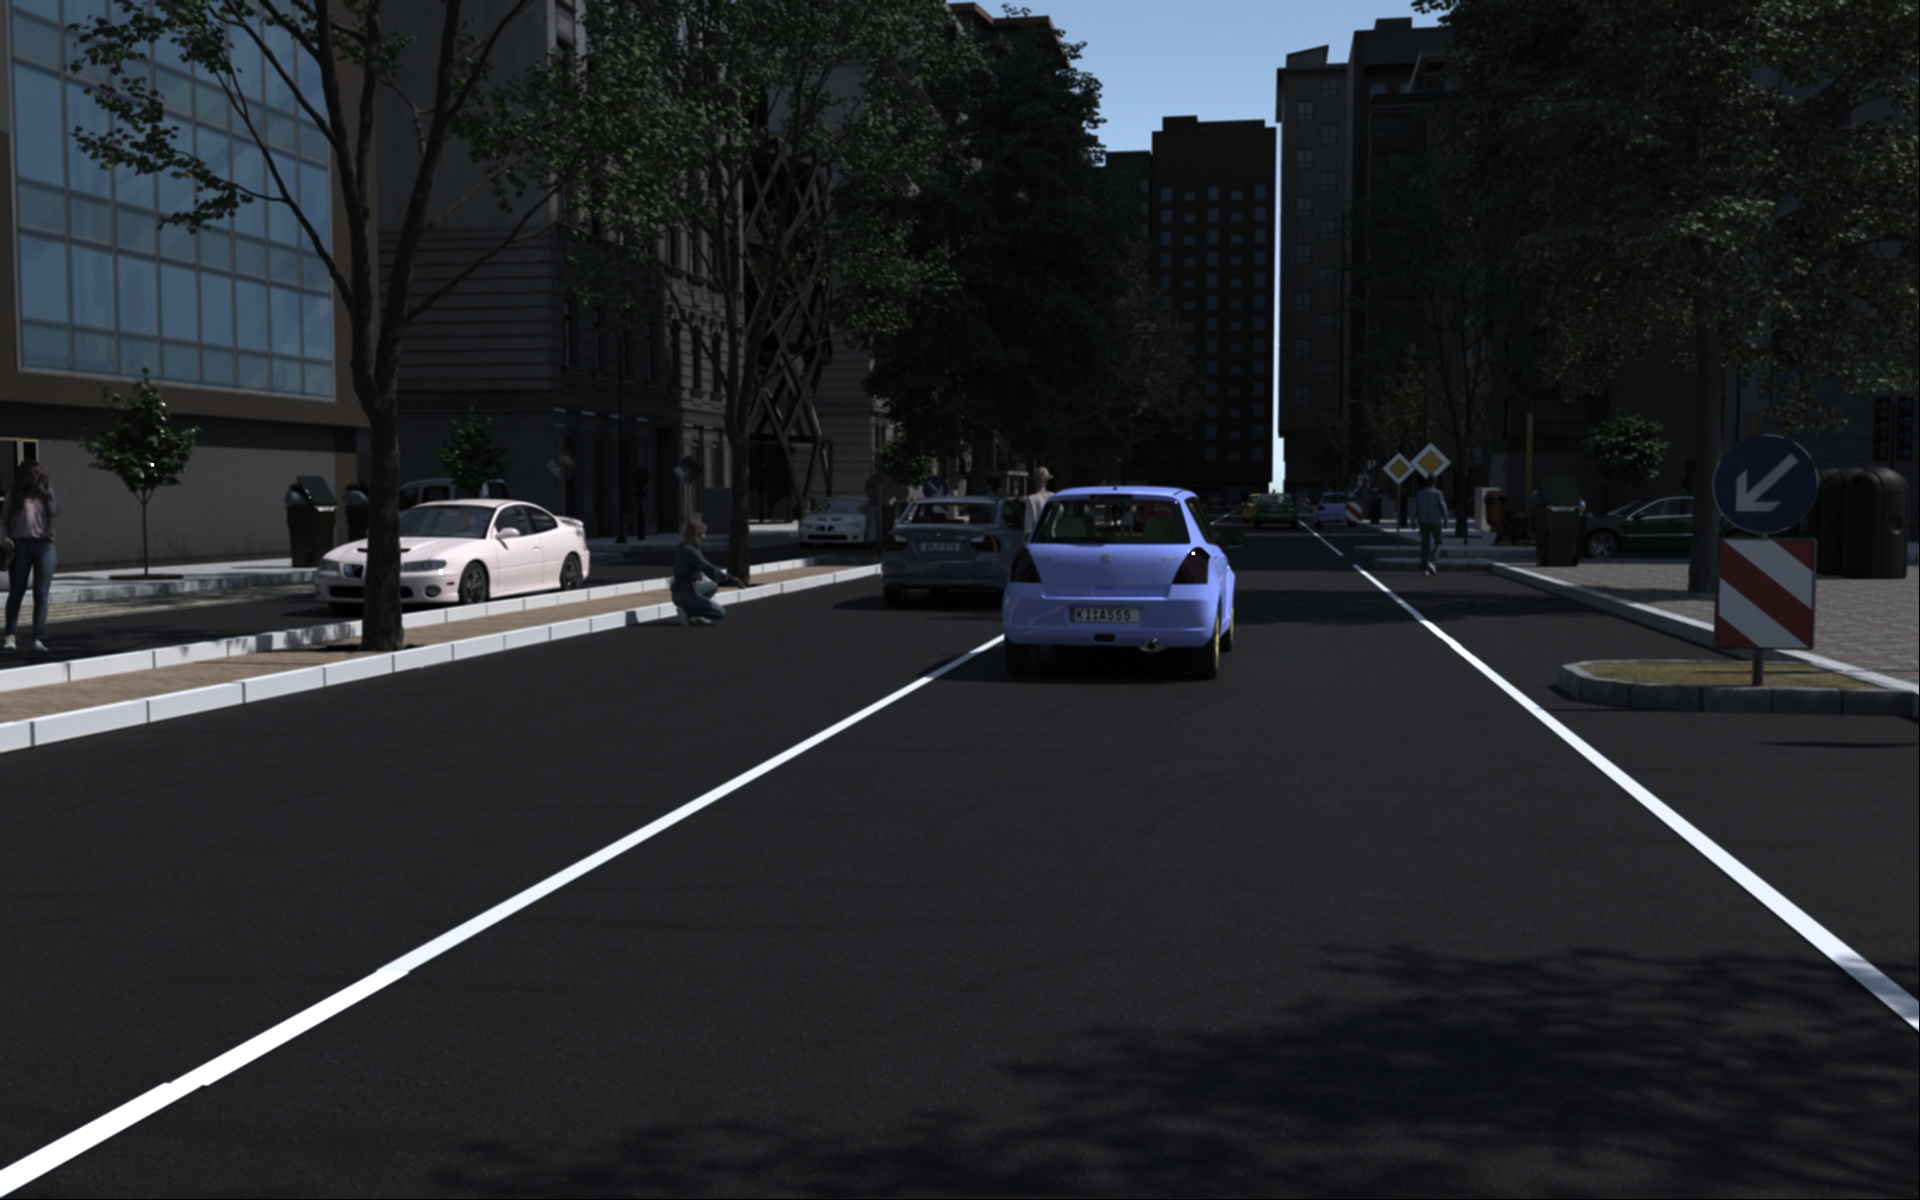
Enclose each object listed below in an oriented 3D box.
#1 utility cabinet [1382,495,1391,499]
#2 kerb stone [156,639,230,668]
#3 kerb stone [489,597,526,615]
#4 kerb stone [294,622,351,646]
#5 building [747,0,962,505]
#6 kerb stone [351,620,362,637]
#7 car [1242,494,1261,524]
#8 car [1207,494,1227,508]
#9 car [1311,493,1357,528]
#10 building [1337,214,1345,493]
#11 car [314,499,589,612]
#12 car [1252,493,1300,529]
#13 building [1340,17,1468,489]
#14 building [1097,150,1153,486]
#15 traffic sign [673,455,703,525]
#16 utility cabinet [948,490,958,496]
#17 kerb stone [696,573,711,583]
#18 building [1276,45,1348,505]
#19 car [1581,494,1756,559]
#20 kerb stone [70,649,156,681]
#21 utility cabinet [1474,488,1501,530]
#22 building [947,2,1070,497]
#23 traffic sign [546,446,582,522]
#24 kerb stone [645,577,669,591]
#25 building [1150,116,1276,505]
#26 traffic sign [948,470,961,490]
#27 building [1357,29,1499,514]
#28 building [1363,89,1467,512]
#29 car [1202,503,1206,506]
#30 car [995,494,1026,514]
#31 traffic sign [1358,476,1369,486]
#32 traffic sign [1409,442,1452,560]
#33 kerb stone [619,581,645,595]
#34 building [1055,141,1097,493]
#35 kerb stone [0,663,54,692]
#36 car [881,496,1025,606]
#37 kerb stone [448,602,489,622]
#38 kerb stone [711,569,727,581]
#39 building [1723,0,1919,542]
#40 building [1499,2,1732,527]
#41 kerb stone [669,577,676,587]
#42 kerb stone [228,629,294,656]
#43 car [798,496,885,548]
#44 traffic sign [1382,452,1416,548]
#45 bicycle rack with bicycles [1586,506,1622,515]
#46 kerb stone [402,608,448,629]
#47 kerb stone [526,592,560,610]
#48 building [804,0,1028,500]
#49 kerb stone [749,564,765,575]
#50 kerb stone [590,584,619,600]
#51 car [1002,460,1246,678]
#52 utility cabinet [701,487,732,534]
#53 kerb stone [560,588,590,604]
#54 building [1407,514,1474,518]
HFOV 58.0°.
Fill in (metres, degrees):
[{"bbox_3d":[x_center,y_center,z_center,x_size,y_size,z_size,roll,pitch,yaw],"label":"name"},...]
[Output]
[{"bbox_3d":[25.473,-5.719,104.660,1.020,1.237,0.306,0,4,1],"label":"utility cabinet"},{"bbox_3d":[-6.562,0.460,14.682,0.120,0.150,1.000,1,4,10],"label":"kerb stone"},{"bbox_3d":[-5.499,0.088,20.750,0.120,0.150,1.000,1,4,10],"label":"kerb stone"},{"bbox_3d":[-6.210,0.336,16.698,0.120,0.150,1.000,1,4,10],"label":"kerb stone"},{"bbox_3d":[-8.705,-19.111,99.847,14.401,28.519,23.554,1,4,10],"label":"building"},{"bbox_3d":[-6.035,0.279,17.721,0.120,0.150,1.000,1,4,10],"label":"kerb stone"},{"bbox_3d":[14.773,-4.559,84.762,2.015,1.641,3.980,1,4,12],"label":"car"},{"bbox_3d":[26.880,-10.538,181.337,2.155,1.783,4.494,1,4,10],"label":"car"},{"bbox_3d":[16.063,-3.952,74.211,1.945,1.707,3.694,1,4,9],"label":"car"},{"bbox_3d":[46.194,-24.897,178.773,14.160,30.474,14.107,1,4,10],"label":"building"},{"bbox_3d":[-6.416,-0.612,22.368,2.083,1.381,4.827,1,4,11],"label":"car"},{"bbox_3d":[13.120,-3.861,71.919,1.959,1.807,4.718,1,4,11],"label":"car"},{"bbox_3d":[43.850,-31.453,164.364,14.600,45.320,14.200,1,4,10],"label":"building"},{"bbox_3d":[16.497,-32.203,210.112,14.086,41.232,14.154,1,4,10],"label":"building"},{"bbox_3d":[-6.966,-2.493,44.397,0.795,2.450,0.064,1,4,10],"label":"traffic sign"},{"bbox_3d":[-0.376,-4.990,90.263,0.318,1.500,1.173,1,4,10],"label":"utility cabinet"},{"bbox_3d":[-4.250,-0.343,27.802,0.120,0.150,1.000,1,4,10],"label":"kerb stone"},{"bbox_3d":[52.245,-38.029,211.006,27.495,52.752,28.713,1,4,10],"label":"building"},{"bbox_3d":[15.290,-1.585,37.714,4.920,1.459,2.131,0,4,8],"label":"car"},{"bbox_3d":[-6.744,0.523,13.676,0.120,0.150,1.000,1,4,10],"label":"kerb stone"},{"bbox_3d":[18.662,-3.215,61.240,1.173,1.500,0.318,-3,5,-41],"label":"utility cabinet"},{"bbox_3d":[-1.773,-30.864,159.244,22.147,44.769,28.867,1,4,10],"label":"building"},{"bbox_3d":[-8.353,-2.012,36.533,0.795,2.450,0.064,1,4,10],"label":"traffic sign"},{"bbox_3d":[-4.600,-0.220,25.789,0.120,0.150,1.000,1,4,10],"label":"kerb stone"},{"bbox_3d":[30.474,-34.111,207.818,14.200,45.320,14.600,1,4,10],"label":"building"},{"bbox_3d":[-0.313,-5.700,93.297,0.768,2.556,0.104,1,4,17],"label":"traffic sign"},{"bbox_3d":[49.838,-27.659,144.113,32.217,40.220,23.993,1,4,10],"label":"building"},{"bbox_3d":[36.916,-21.754,127.374,14.160,30.474,14.107,1,4,10],"label":"building"},{"bbox_3d":[10.497,-4.341,81.192,2.015,1.641,3.980,1,4,11],"label":"car"},{"bbox_3d":[1.973,-3.899,75.547,2.131,1.459,4.920,1,4,11],"label":"car"},{"bbox_3d":[22.026,-5.654,94.568,0.606,2.300,0.079,1,4,17],"label":"traffic sign"},{"bbox_3d":[9.069,-1.823,33.450,0.795,2.450,0.064,1,4,10],"label":"traffic sign"},{"bbox_3d":[-4.779,-0.158,24.778,0.120,0.150,1.000,1,4,10],"label":"kerb stone"},{"bbox_3d":[6.686,-30.755,186.443,14.086,41.232,14.154,1,4,10],"label":"building"},{"bbox_3d":[-6.921,0.583,12.670,0.120,0.150,1.000,1,4,10],"label":"kerb stone"},{"bbox_3d":[0.136,-0.701,23.471,2.014,1.417,4.499,1,4,11],"label":"car"},{"bbox_3d":[-5.672,0.151,19.736,0.120,0.150,1.000,1,4,10],"label":"kerb stone"},{"bbox_3d":[-4.066,-0.404,28.808,0.120,0.150,1.000,1,4,10],"label":"kerb stone"},{"bbox_3d":[38.449,-30.866,46.652,28.212,58.520,21.231,1,4,10],"label":"building"},{"bbox_3d":[29.247,-18.350,71.719,14.160,30.474,14.107,1,4,10],"label":"building"},{"bbox_3d":[-4.421,-0.281,26.795,0.120,0.150,1.000,1,4,10],"label":"kerb stone"},{"bbox_3d":[-6.385,0.398,15.688,0.120,0.150,1.000,1,4,10],"label":"kerb stone"},{"bbox_3d":[-3.127,-2.154,47.575,2.083,1.381,4.827,1,4,9],"label":"car"},{"bbox_3d":[10.457,-2.304,41.314,0.795,2.450,0.064,1,4,10],"label":"traffic sign"},{"bbox_3d":[19.029,-2.356,51.902,2.925,0.926,2.852,0,4,-4],"label":"bicycle rack with bicycles"},{"bbox_3d":[-5.852,0.212,18.726,0.120,0.150,1.000,1,4,10],"label":"kerb stone"},{"bbox_3d":[-5.315,0.027,21.755,0.120,0.150,1.000,1,4,10],"label":"kerb stone"},{"bbox_3d":[-11.412,-27.023,133.712,32.217,40.220,23.993,1,4,10],"label":"building"},{"bbox_3d":[-3.718,-0.523,30.828,0.120,0.150,1.000,1,4,10],"label":"kerb stone"},{"bbox_3d":[-4.956,-0.096,23.771,0.120,0.150,1.000,1,4,10],"label":"kerb stone"},{"bbox_3d":[1.459,-0.323,14.878,1.945,1.707,3.694,1,4,11],"label":"car"},{"bbox_3d":[-7.684,-2.840,55.105,1.173,1.500,0.318,2,4,32],"label":"utility cabinet"},{"bbox_3d":[-5.141,-0.035,22.762,0.120,0.150,1.000,1,4,10],"label":"kerb stone"},{"bbox_3d":[42.408,-24.926,99.413,32.217,40.220,23.993,1,4,10],"label":"building"}]
